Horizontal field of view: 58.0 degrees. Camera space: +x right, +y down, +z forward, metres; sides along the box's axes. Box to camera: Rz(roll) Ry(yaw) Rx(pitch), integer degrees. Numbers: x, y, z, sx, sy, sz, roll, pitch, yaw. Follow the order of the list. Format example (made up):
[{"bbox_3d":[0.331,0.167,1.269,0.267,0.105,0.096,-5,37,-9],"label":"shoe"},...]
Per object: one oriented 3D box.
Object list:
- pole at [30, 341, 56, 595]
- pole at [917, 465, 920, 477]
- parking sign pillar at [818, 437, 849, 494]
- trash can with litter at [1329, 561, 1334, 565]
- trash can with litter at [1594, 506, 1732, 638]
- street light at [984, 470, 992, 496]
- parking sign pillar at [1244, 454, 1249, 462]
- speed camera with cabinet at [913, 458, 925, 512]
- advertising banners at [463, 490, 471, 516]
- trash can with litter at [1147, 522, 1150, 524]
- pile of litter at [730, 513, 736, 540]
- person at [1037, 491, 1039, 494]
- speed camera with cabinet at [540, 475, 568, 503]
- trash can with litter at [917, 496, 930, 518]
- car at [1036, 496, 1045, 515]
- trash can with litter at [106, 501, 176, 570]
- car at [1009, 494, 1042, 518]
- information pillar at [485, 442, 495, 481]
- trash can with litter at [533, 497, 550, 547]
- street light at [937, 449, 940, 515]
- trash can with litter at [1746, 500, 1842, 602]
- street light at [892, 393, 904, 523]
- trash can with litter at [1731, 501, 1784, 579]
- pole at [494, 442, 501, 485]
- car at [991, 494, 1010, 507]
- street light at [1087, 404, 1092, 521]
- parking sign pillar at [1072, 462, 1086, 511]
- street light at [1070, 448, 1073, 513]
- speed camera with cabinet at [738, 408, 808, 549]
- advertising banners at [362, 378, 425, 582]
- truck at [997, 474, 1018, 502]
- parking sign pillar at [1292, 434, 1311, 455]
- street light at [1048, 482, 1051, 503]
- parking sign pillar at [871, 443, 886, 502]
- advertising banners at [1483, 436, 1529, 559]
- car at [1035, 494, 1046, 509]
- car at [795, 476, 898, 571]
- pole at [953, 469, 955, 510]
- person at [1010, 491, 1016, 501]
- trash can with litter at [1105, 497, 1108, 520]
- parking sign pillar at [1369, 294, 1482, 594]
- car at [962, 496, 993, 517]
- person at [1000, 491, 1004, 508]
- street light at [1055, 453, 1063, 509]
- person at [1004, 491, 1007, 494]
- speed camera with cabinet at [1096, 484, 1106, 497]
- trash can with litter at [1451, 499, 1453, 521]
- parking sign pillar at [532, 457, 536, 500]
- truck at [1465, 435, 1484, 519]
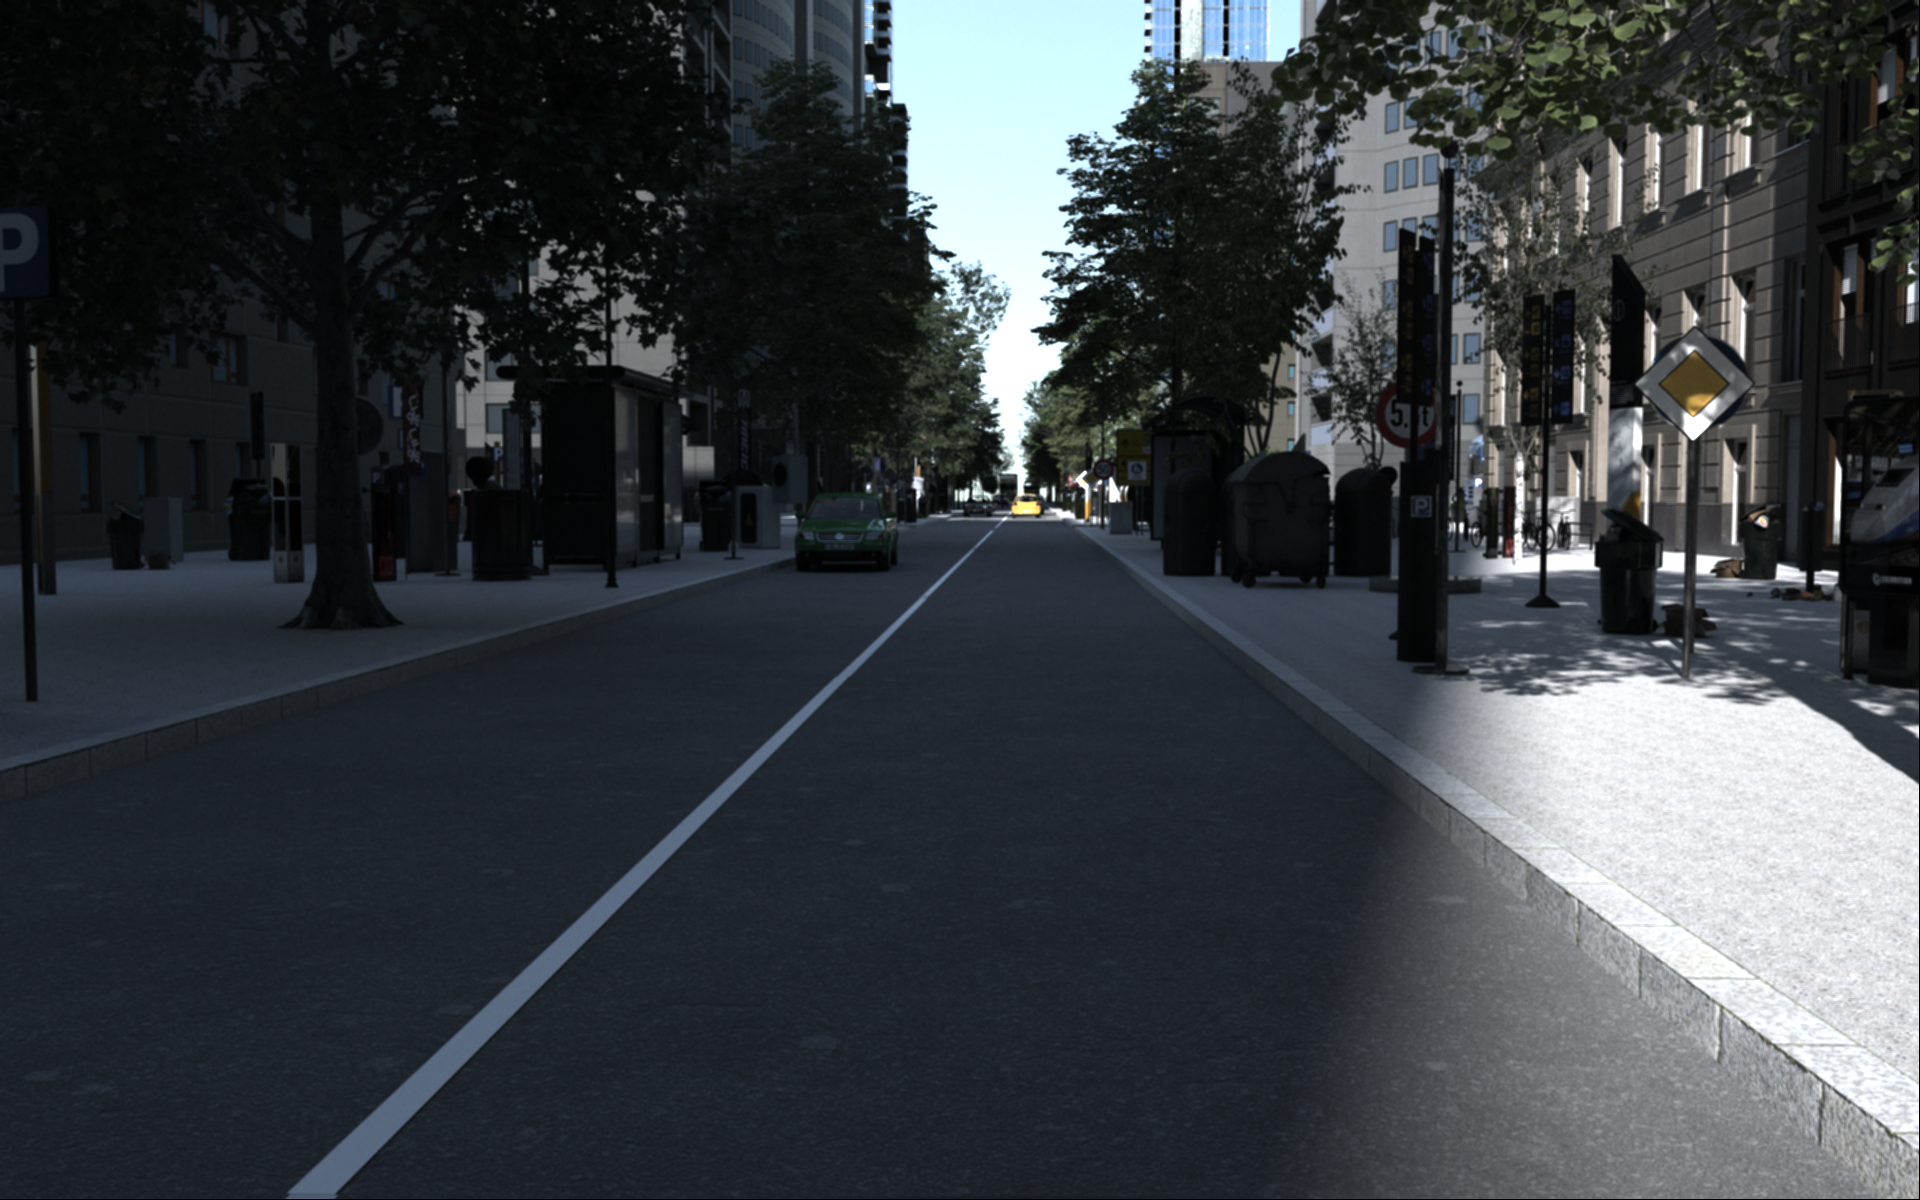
[{"bbox_3d":[-11.649,-1.722,22.000,0.158,3.312,0.155,0,3,0],"label":"pole"},{"bbox_3d":[-2.903,-7.847,122.135,0.158,3.312,0.155,0,3,0],"label":"pole"},{"bbox_3d":[-5.536,-5.430,77.251,1.447,3.967,1.447,3,5,42],"label":"parking sign pillar"},{"bbox_3d":[6.481,-1.236,31.265,2.233,1.210,1.678,-2,4,-27],"label":"trash can with litter"},{"bbox_3d":[6.367,-0.272,15.830,1.055,1.170,0.624,3,5,41],"label":"trash can with litter"},{"bbox_3d":[3.703,-16.003,234.431,0.468,5.910,1.993,0,4,2],"label":"street light"},{"bbox_3d":[19.211,-7.666,113.804,1.447,3.967,1.447,1,4,12],"label":"parking sign pillar"},{"bbox_3d":[-2.273,-6.058,93.384,0.660,3.252,2.038,0,4,6],"label":"speed camera with cabinet"},{"bbox_3d":[-18.837,-4.310,66.664,2.074,3.025,0.090,-1,4,-17],"label":"advertising banners"},{"bbox_3d":[8.347,-3.803,73.567,0.624,1.170,1.055,-2,4,-32],"label":"trash can with litter"},{"bbox_3d":[-6.345,-2.123,48.683,1.176,0.858,1.719,0,4,3],"label":"pile of litter"},{"bbox_3d":[9.184,-11.894,202.976,0.705,1.824,1.348,-1,4,-16],"label":"person"},{"bbox_3d":[-19.287,-5.375,82.225,0.660,3.252,2.038,-3,4,-36],"label":"speed camera with cabinet"},{"bbox_3d":[-1.978,-4.913,91.708,0.624,1.170,1.055,1,4,11],"label":"trash can with litter"},{"bbox_3d":[5.059,-6.722,122.483,1.945,1.354,3.894,0,4,1],"label":"car"},{"bbox_3d":[-13.946,-1.109,29.517,1.055,1.170,0.624,-1,4,-10],"label":"trash can with litter"},{"bbox_3d":[3.935,-5.703,103.463,2.015,1.641,3.980,0,4,1],"label":"car"},{"bbox_3d":[-21.136,-5.296,77.943,0.504,3.616,0.183,-3,5,-42],"label":"information pillar"},{"bbox_3d":[-10.427,-1.925,42.523,2.233,1.210,1.678,3,4,36],"label":"trash can with litter"},{"bbox_3d":[-1.362,-8.302,108.523,0.468,5.910,1.993,0,4,2],"label":"street light"},{"bbox_3d":[10.653,-0.632,21.392,1.678,1.210,2.233,2,4,29],"label":"trash can with litter"},{"bbox_3d":[-2.701,-6.286,75.561,0.468,5.910,1.993,0,4,2],"label":"street light"},{"bbox_3d":[11.861,-0.905,26.184,0.624,1.170,1.055,-2,4,-31],"label":"trash can with litter"},{"bbox_3d":[-17.991,-4.500,67.412,0.158,3.312,0.155,0,3,0],"label":"pole"},{"bbox_3d":[4.662,-11.512,197.254,2.155,1.783,4.494,0,4,3],"label":"car"},{"bbox_3d":[6.224,-6.794,83.878,0.468,5.910,1.993,0,4,2],"label":"street light"},{"bbox_3d":[8.608,-8.129,121.385,1.447,3.967,1.447,-3,5,-40],"label":"parking sign pillar"},{"bbox_3d":[7.515,-8.790,116.508,0.468,5.910,1.993,0,4,2],"label":"street light"},{"bbox_3d":[-4.392,-2.822,40.476,0.660,3.252,2.038,-3,5,-42],"label":"speed camera with cabinet"},{"bbox_3d":[-8.465,-1.783,25.333,0.090,3.025,2.074,1,4,21],"label":"advertising banners"},{"bbox_3d":[6.733,-15.471,241.859,2.839,4.237,11.283,0,4,3],"label":"truck"},{"bbox_3d":[15.276,-5.470,77.901,1.447,3.967,1.447,-1,4,-16],"label":"parking sign pillar"},{"bbox_3d":[11.927,-15.412,224.767,0.468,5.910,1.993,0,4,2],"label":"street light"},{"bbox_3d":[-4.344,-6.359,92.443,1.447,3.967,1.447,1,4,15],"label":"parking sign pillar"},{"bbox_3d":[11.050,-2.364,34.841,0.090,3.025,2.074,3,5,42],"label":"advertising banners"},{"bbox_3d":[7.409,-9.578,168.599,2.014,1.417,4.499,0,4,2],"label":"car"},{"bbox_3d":[-2.164,-1.522,33.689,1.959,1.807,4.718,0,4,1],"label":"car"},{"bbox_3d":[-0.477,-8.940,140.008,0.158,3.312,0.155,0,3,0],"label":"pole"},{"bbox_3d":[6.347,-11.757,201.443,1.217,1.735,0.721,-1,4,-13],"label":"person"},{"bbox_3d":[7.495,-4.407,83.443,1.055,1.170,0.624,-1,4,-19],"label":"trash can with litter"},{"bbox_3d":[6.149,-2.099,22.795,1.447,3.967,1.447,1,4,12],"label":"parking sign pillar"},{"bbox_3d":[1.135,-5.870,108.554,1.945,1.354,3.894,0,4,3],"label":"car"},{"bbox_3d":[4.253,-10.232,176.515,0.721,1.735,1.217,-1,4,-12],"label":"person"},{"bbox_3d":[9.292,-11.477,160.429,0.468,5.910,1.993,0,4,2],"label":"street light"},{"bbox_3d":[5.647,-12.597,214.327,0.709,1.838,0.599,1,4,22],"label":"person"},{"bbox_3d":[9.610,-8.067,126.237,2.038,3.252,0.660,1,4,9],"label":"speed camera with cabinet"},{"bbox_3d":[23.486,-4.286,81.465,1.055,1.170,0.624,-3,5,-44],"label":"trash can with litter"},{"bbox_3d":[-22.423,-6.136,88.789,1.447,3.967,1.447,1,4,23],"label":"parking sign pillar"},{"bbox_3d":[29.287,-4.870,69.381,18.799,4.110,2.967,0,4,4],"label":"truck"}]
